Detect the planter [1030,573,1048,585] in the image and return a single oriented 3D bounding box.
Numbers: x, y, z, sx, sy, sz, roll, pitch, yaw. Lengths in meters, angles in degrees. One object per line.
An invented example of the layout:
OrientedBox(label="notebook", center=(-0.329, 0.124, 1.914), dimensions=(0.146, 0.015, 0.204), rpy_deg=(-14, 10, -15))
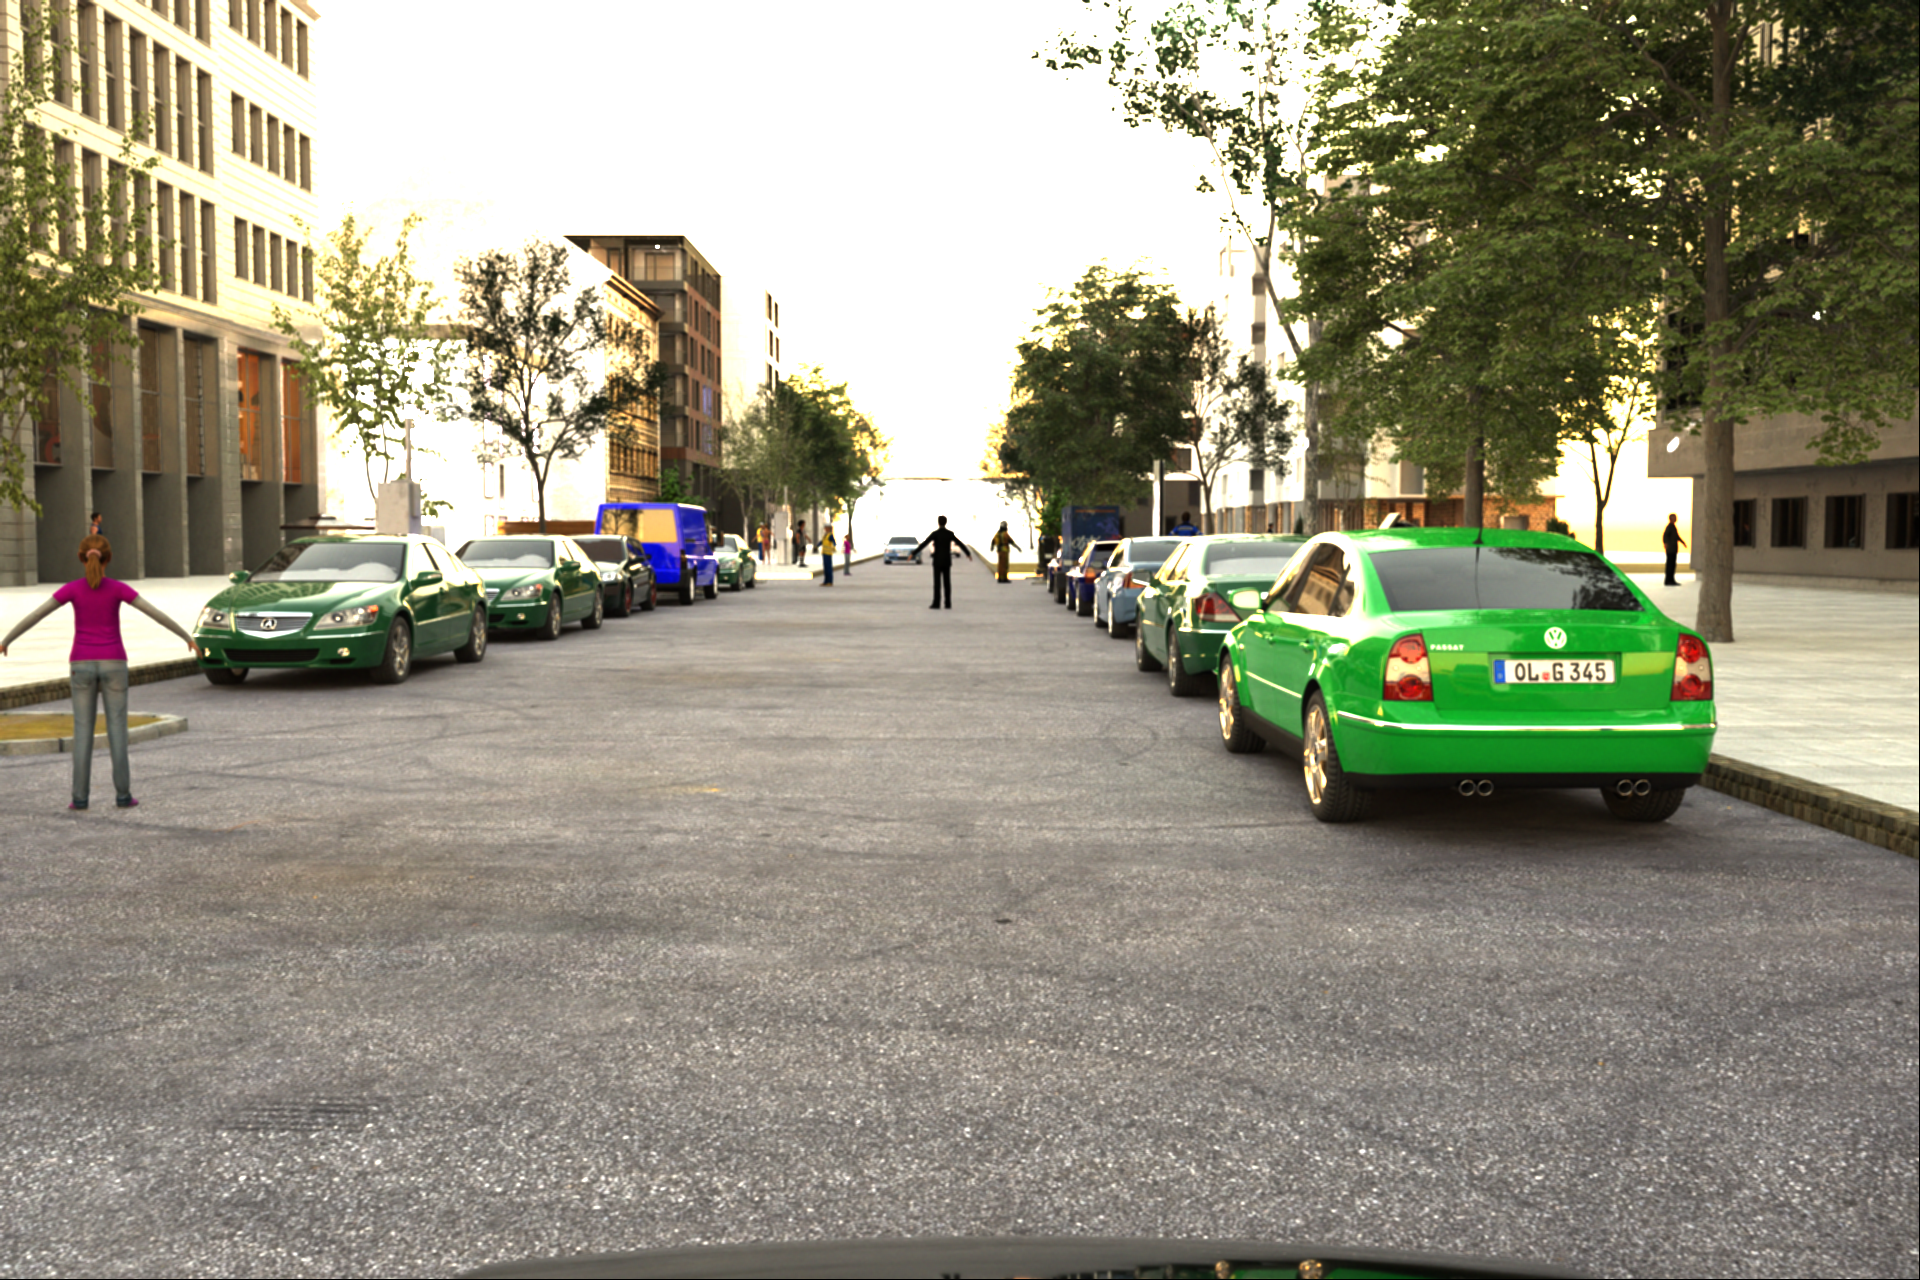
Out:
OrientedBox(label="planter", center=(3.016, -1.735, 49.506), dimensions=(1.991, 0.319, 1.994), rpy_deg=(0, 3, 0))

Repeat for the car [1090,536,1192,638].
OrientedBox(label="car", center=(2.929, -0.799, 25.068), dimensions=(2.014, 1.417, 4.499), rpy_deg=(0, 4, 0))

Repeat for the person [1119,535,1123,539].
OrientedBox(label="person", center=(8.382, -5.427, 94.592), dimensions=(1.347, 1.847, 0.705), rpy_deg=(-2, 4, -33))

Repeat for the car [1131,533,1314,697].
OrientedBox(label="car", center=(2.773, -0.299, 16.692), dimensions=(2.131, 1.459, 4.920), rpy_deg=(0, 3, 0))

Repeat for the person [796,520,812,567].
OrientedBox(label="person", center=(-6.100, -3.737, 67.246), dimensions=(0.704, 1.843, 1.345), rpy_deg=(1, 4, 17))

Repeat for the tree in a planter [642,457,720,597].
OrientedBox(label="tree in a planter", center=(-6.660, -2.635, 40.301), dimensions=(1.991, 3.239, 1.994), rpy_deg=(0, 4, 0))

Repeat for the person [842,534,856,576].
OrientedBox(label="person", center=(-3.849, -2.949, 59.936), dimensions=(0.599, 1.433, 0.991), rpy_deg=(2, 4, 24))

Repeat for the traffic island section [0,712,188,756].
OrientedBox(label="traffic island section", center=(-6.628, 0.655, 12.150), dimensions=(1.991, 0.108, 1.994), rpy_deg=(0, 4, 0))

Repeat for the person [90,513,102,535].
OrientedBox(label="person", center=(-21.491, -2.264, 43.187), dimensions=(0.704, 1.807, 1.345), rpy_deg=(-1, 4, -21))

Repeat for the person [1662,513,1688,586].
OrientedBox(label="person", center=(17.781, -2.264, 43.199), dimensions=(0.705, 1.807, 1.348), rpy_deg=(3, 5, 44))

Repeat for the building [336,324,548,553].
OrientedBox(label="building", center=(-24.277, -8.636, 83.344), dimensions=(9.099, 9.664, 28.070), rpy_deg=(0, 4, -1))

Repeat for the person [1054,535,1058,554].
OrientedBox(label="person", center=(3.886, -3.937, 70.503), dimensions=(1.348, 1.813, 0.705), rpy_deg=(1, 4, 14))

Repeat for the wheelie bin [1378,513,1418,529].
OrientedBox(label="wheelie bin", center=(6.561, -1.121, 26.244), dimensions=(0.693, 1.594, 0.980), rpy_deg=(0, 4, 0))

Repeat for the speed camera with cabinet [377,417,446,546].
OrientedBox(label="speed camera with cabinet", center=(-9.519, -2.187, 30.090), dimensions=(0.660, 3.252, 2.038), rpy_deg=(0, 4, 0))

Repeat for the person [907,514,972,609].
OrientedBox(label="person", center=(-0.358, -1.509, 33.310), dimensions=(1.347, 1.806, 0.705), rpy_deg=(-2, 4, -24))

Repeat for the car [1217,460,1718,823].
OrientedBox(label="car", center=(2.634, -0.073, 9.984), dimensions=(1.959, 1.807, 4.718), rpy_deg=(0, 4, -1))

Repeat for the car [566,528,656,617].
OrientedBox(label="car", center=(-6.558, -1.298, 31.005), dimensions=(2.009, 1.686, 4.222), rpy_deg=(0, 4, 0))

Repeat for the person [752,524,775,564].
OrientedBox(label="person", center=(-8.432, -4.175, 75.063), dimensions=(1.217, 1.733, 0.721), rpy_deg=(-2, 4, -26))

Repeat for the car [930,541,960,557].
OrientedBox(label="car", center=(-0.915, -5.834, 107.746), dimensions=(2.083, 1.381, 4.827), rpy_deg=(0, 4, -1))

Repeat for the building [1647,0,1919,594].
OrientedBox(label="building", center=(25.744, -13.060, 32.603), dimensions=(14.314, 24.678, 30.058), rpy_deg=(0, 4, 0))

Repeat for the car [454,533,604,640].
OrientedBox(label="car", center=(-6.359, -0.798, 24.840), dimensions=(2.131, 1.459, 4.920), rpy_deg=(0, 3, 0))

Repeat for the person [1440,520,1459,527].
OrientedBox(label="person", center=(15.752, -3.001, 55.918), dimensions=(0.742, 1.727, 0.445), rpy_deg=(2, 4, 30))

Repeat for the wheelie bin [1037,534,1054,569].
OrientedBox(label="wheelie bin", center=(3.200, -3.449, 64.293), dimensions=(0.693, 1.594, 0.980), rpy_deg=(0, 4, -1))

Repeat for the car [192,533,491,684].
OrientedBox(label="car", center=(-6.265, -0.381, 18.024), dimensions=(2.131, 1.459, 4.920), rpy_deg=(0, 4, -1))

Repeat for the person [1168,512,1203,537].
OrientedBox(label="person", center=(5.595, -2.253, 42.811), dimensions=(1.345, 1.831, 0.704), rpy_deg=(1, 4, 21))

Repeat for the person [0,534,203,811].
OrientedBox(label="person", center=(-4.496, 0.163, 9.050), dimensions=(0.991, 1.433, 0.599), rpy_deg=(-1, 4, -23))

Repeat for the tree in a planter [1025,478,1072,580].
OrientedBox(label="tree in a planter", center=(3.052, -3.532, 54.966), dimensions=(1.991, 3.239, 1.994), rpy_deg=(0, 4, 1))

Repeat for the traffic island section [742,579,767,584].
OrientedBox(label="traffic island section", center=(-6.681, -1.690, 50.496), dimensions=(1.991, 0.108, 1.994), rpy_deg=(0, 4, 0))

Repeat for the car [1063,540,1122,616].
OrientedBox(label="car", center=(2.883, -1.159, 31.526), dimensions=(1.945, 1.354, 3.894), rpy_deg=(0, 4, 0))

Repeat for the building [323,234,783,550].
OrientedBox(label="building", center=(-29.320, -17.778, 134.643), dimensions=(27.936, 21.610, 32.646), rpy_deg=(0, 3, 0))

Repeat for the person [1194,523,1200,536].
OrientedBox(label="person", center=(12.713, -5.348, 93.218), dimensions=(0.705, 1.856, 1.354), rpy_deg=(-3, 4, -38))

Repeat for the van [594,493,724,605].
OrientedBox(label="van", center=(-6.318, -1.968, 36.553), dimensions=(2.240, 2.365, 5.245), rpy_deg=(0, 4, 0))

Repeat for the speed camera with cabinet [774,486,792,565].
OrientedBox(label="speed camera with cabinet", center=(-7.365, -4.750, 72.003), dimensions=(0.660, 3.252, 2.038), rpy_deg=(0, 4, -1))

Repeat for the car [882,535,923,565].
OrientedBox(label="car", center=(-2.694, -4.346, 83.056), dimensions=(2.014, 1.417, 4.499), rpy_deg=(0, 3, 0))

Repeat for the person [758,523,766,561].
OrientedBox(label="person", center=(-9.546, -4.742, 83.508), dimensions=(0.705, 1.833, 1.349), rpy_deg=(-1, 4, -18))

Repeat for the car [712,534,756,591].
OrientedBox(label="car", center=(-6.381, -2.019, 44.803), dimensions=(2.131, 1.459, 4.920), rpy_deg=(0, 4, 0))

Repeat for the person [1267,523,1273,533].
OrientedBox(label="person", center=(15.726, -4.993, 87.576), dimensions=(0.705, 1.837, 1.347), rpy_deg=(0, 4, -1))

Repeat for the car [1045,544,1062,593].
OrientedBox(label="car", center=(3.022, -1.755, 41.281), dimensions=(1.945, 1.354, 3.894), rpy_deg=(0, 4, 0))

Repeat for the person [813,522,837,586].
OrientedBox(label="person", center=(-3.720, -2.376, 47.765), dimensions=(0.721, 1.772, 1.216), rpy_deg=(-2, 4, -32))

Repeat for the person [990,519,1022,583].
OrientedBox(label="person", center=(1.294, -2.605, 50.819), dimensions=(0.705, 1.858, 1.354), rpy_deg=(-3, 4, -38))
